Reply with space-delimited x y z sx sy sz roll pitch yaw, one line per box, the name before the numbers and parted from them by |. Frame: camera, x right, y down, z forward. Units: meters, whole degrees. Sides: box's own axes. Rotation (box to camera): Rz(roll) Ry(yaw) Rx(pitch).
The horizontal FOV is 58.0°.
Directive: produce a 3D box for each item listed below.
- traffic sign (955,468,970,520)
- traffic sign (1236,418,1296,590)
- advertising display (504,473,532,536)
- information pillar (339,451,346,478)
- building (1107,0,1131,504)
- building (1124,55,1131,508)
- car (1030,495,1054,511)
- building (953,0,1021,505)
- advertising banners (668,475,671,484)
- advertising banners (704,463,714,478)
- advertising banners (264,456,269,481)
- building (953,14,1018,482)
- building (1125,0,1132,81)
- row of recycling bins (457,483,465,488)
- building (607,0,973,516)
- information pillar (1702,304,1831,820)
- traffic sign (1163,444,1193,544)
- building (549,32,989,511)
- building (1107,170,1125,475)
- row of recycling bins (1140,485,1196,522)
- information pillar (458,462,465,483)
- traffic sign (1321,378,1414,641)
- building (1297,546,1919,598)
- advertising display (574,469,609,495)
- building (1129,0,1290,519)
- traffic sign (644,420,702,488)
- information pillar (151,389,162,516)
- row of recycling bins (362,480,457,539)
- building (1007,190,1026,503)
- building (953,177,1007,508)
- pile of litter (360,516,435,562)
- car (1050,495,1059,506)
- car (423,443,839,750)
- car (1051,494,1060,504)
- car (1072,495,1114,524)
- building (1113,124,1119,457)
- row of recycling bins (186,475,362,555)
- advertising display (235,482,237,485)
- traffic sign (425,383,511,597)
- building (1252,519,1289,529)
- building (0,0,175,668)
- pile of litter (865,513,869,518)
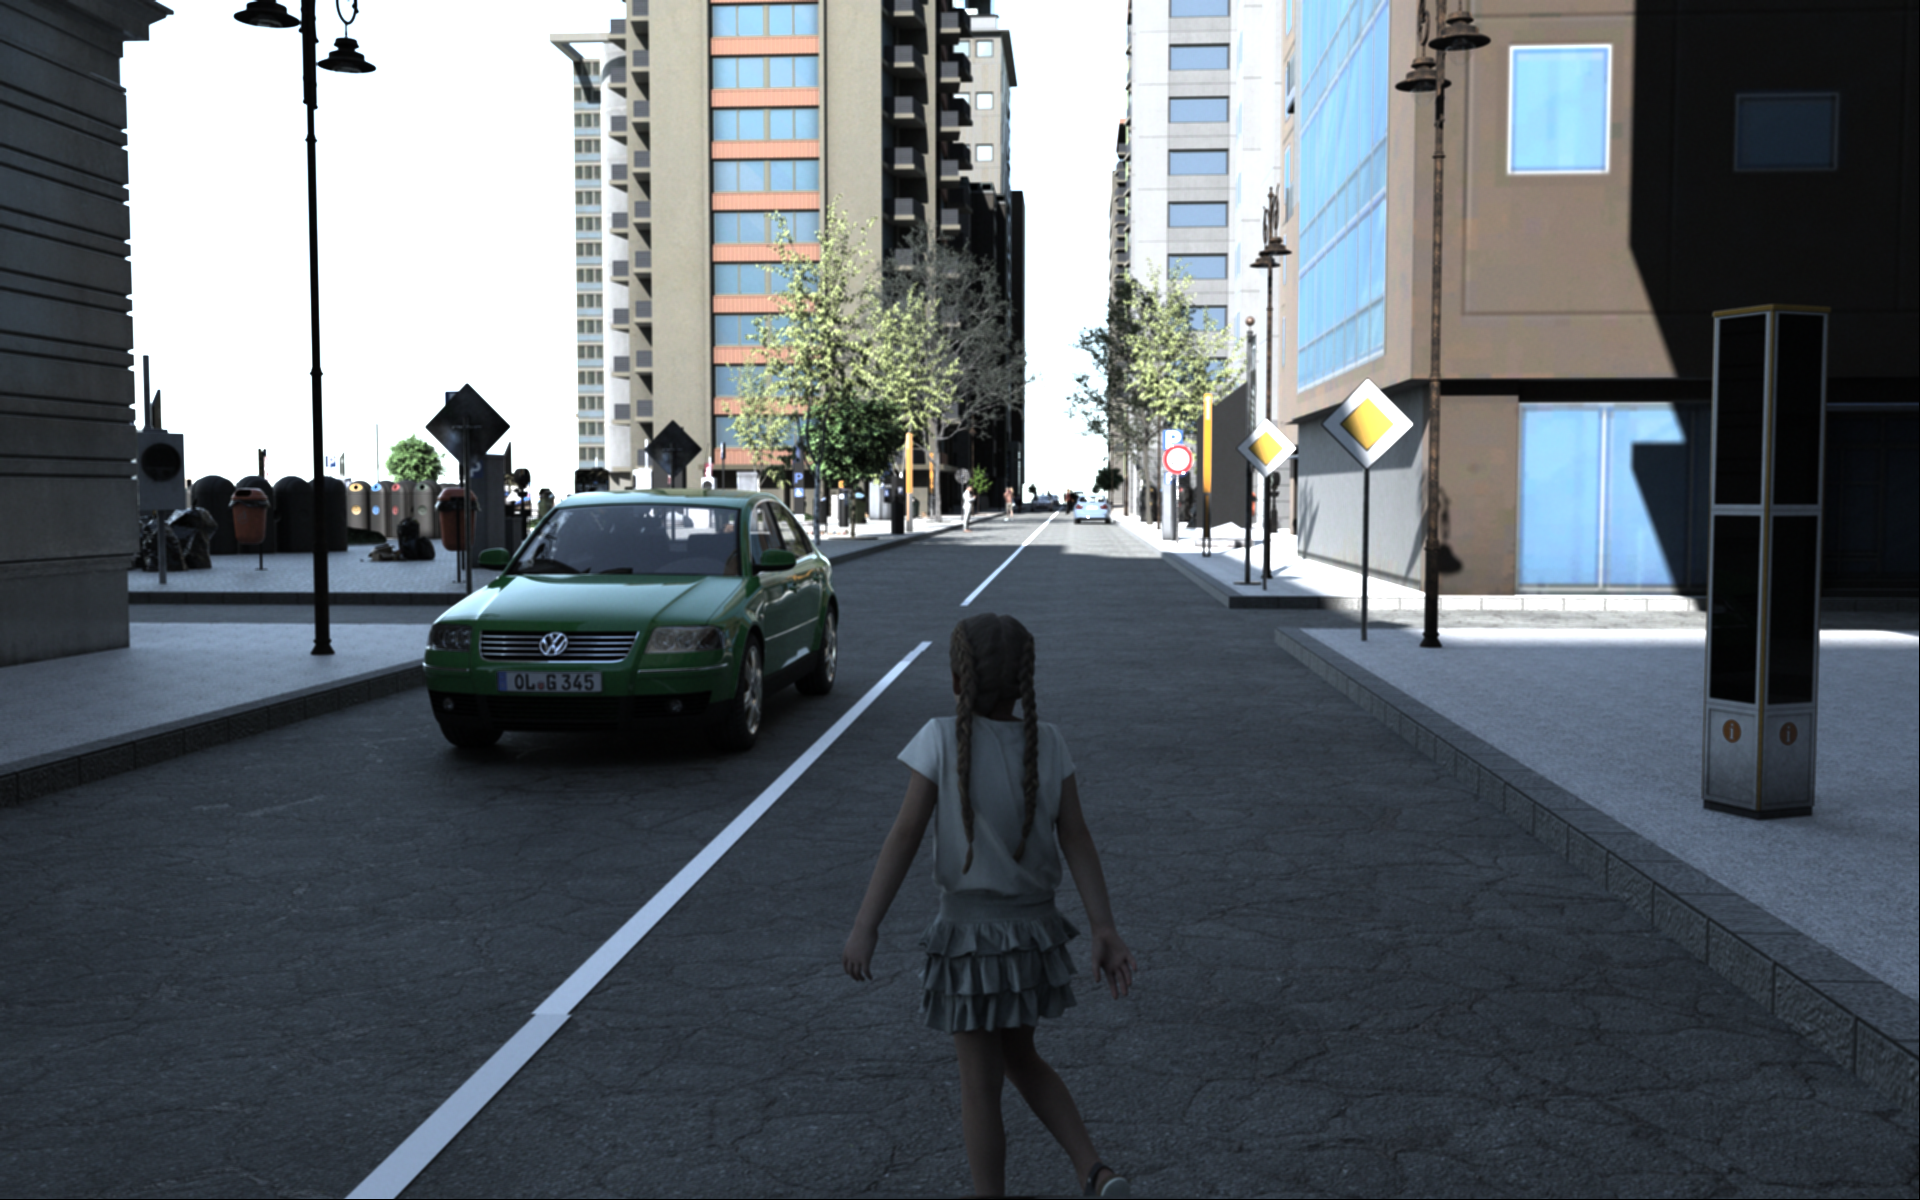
traffic sign | 0.126 -5.232 85.648 0.768 2.556 0.104 0 4 5
traffic sign | 4.065 -1.188 23.063 0.795 2.450 0.064 0 4 4
advertising display | -13.623 -2.936 53.217 0.123 1.923 0.974 3 5 45
information pillar | -33.461 -6.269 93.861 0.504 3.616 0.183 3 4 36
building | 29.573 -47.983 222.765 20.563 71.187 20.611 0 4 4
building | 22.709 -29.424 164.672 14.154 41.232 14.086 0 4 4
car | 6.915 -8.207 146.546 2.083 1.381 4.827 0 4 3
building | -2.964 -55.810 225.170 22.319 86.520 31.000 0 4 4
advertising banners | -8.111 -3.126 47.297 0.090 3.025 2.074 -2 4 -24
advertising banners | -14.859 -6.191 97.413 2.074 3.025 0.090 0 4 7
advertising banners | -32.490 -5.152 80.421 0.090 3.025 2.074 -3 5 -44
building | -8.205 -37.179 197.116 28.713 52.752 27.495 0 4 4
building | 24.734 -29.837 142.455 22.147 44.769 28.867 0 4 4
row of recycling bins | -18.410 -3.451 63.536 1.069 1.692 3.534 0 4 7
building | -10.648 -28.076 113.660 22.147 44.769 28.867 0 4 4
information pillar | 3.217 -0.149 6.929 0.304 2.012 0.304 -1 4 -21
traffic sign | 5.590 -2.713 44.467 0.768 2.556 0.104 0 4 5
building | -14.042 -27.443 140.582 32.217 40.220 23.993 0 4 4
building | 31.827 -38.005 245.090 21.300 48.544 21.600 0 4 4
row of recycling bins | 9.778 -4.383 78.779 3.534 1.692 1.069 3 4 36
information pillar | -28.755 -6.651 100.104 0.504 3.616 0.183 -1 4 -20
traffic sign | 3.533 -0.701 15.096 0.795 2.450 0.064 0 4 4
building | 13.109 -23.025 26.570 14.200 45.320 14.600 0 4 4
advertising display | -9.663 -2.462 45.473 0.974 1.923 0.123 -3 5 -41
building | 21.745 -34.948 113.400 21.231 58.520 28.212 0 4 4
traffic sign | -3.910 -1.221 23.614 0.795 2.450 0.064 0 4 4
information pillar | -17.773 -2.876 38.378 0.183 3.616 0.504 0 4 -6
row of recycling bins | -16.399 -2.638 50.246 3.534 1.692 1.069 2 4 28
building | 2.310 -36.610 248.685 14.600 45.320 14.200 0 4 4
building | -2.924 -23.768 160.307 14.160 30.474 14.107 0 4 4
pile of litter | -10.901 -1.197 33.532 1.176 0.858 1.719 3 4 38
car | 11.393 -12.425 215.513 2.083 1.381 4.827 0 4 5
car | -1.911 -0.144 11.145 1.959 1.807 4.718 0 4 5
car | 13.776 -14.906 255.505 2.131 1.459 4.920 0 4 2
car | 6.454 -4.419 84.261 2.014 1.417 4.499 0 4 6
building | 28.857 -33.287 198.872 22.147 44.769 28.867 0 4 4
row of recycling bins | -15.000 -1.880 37.844 1.069 1.692 3.534 3 4 36
advertising display | -38.446 -5.380 93.175 0.974 1.923 0.123 -3 5 -39
traffic sign | -4.442 -0.734 15.647 0.795 2.450 0.064 0 4 4
building | 22.648 -32.566 74.458 21.231 58.520 28.212 0 4 4
building | -17.012 -10.606 9.559 21.152 22.565 11.583 0 4 4
pile of litter | -5.459 -4.865 93.500 1.719 0.858 1.176 -2 4 -35
